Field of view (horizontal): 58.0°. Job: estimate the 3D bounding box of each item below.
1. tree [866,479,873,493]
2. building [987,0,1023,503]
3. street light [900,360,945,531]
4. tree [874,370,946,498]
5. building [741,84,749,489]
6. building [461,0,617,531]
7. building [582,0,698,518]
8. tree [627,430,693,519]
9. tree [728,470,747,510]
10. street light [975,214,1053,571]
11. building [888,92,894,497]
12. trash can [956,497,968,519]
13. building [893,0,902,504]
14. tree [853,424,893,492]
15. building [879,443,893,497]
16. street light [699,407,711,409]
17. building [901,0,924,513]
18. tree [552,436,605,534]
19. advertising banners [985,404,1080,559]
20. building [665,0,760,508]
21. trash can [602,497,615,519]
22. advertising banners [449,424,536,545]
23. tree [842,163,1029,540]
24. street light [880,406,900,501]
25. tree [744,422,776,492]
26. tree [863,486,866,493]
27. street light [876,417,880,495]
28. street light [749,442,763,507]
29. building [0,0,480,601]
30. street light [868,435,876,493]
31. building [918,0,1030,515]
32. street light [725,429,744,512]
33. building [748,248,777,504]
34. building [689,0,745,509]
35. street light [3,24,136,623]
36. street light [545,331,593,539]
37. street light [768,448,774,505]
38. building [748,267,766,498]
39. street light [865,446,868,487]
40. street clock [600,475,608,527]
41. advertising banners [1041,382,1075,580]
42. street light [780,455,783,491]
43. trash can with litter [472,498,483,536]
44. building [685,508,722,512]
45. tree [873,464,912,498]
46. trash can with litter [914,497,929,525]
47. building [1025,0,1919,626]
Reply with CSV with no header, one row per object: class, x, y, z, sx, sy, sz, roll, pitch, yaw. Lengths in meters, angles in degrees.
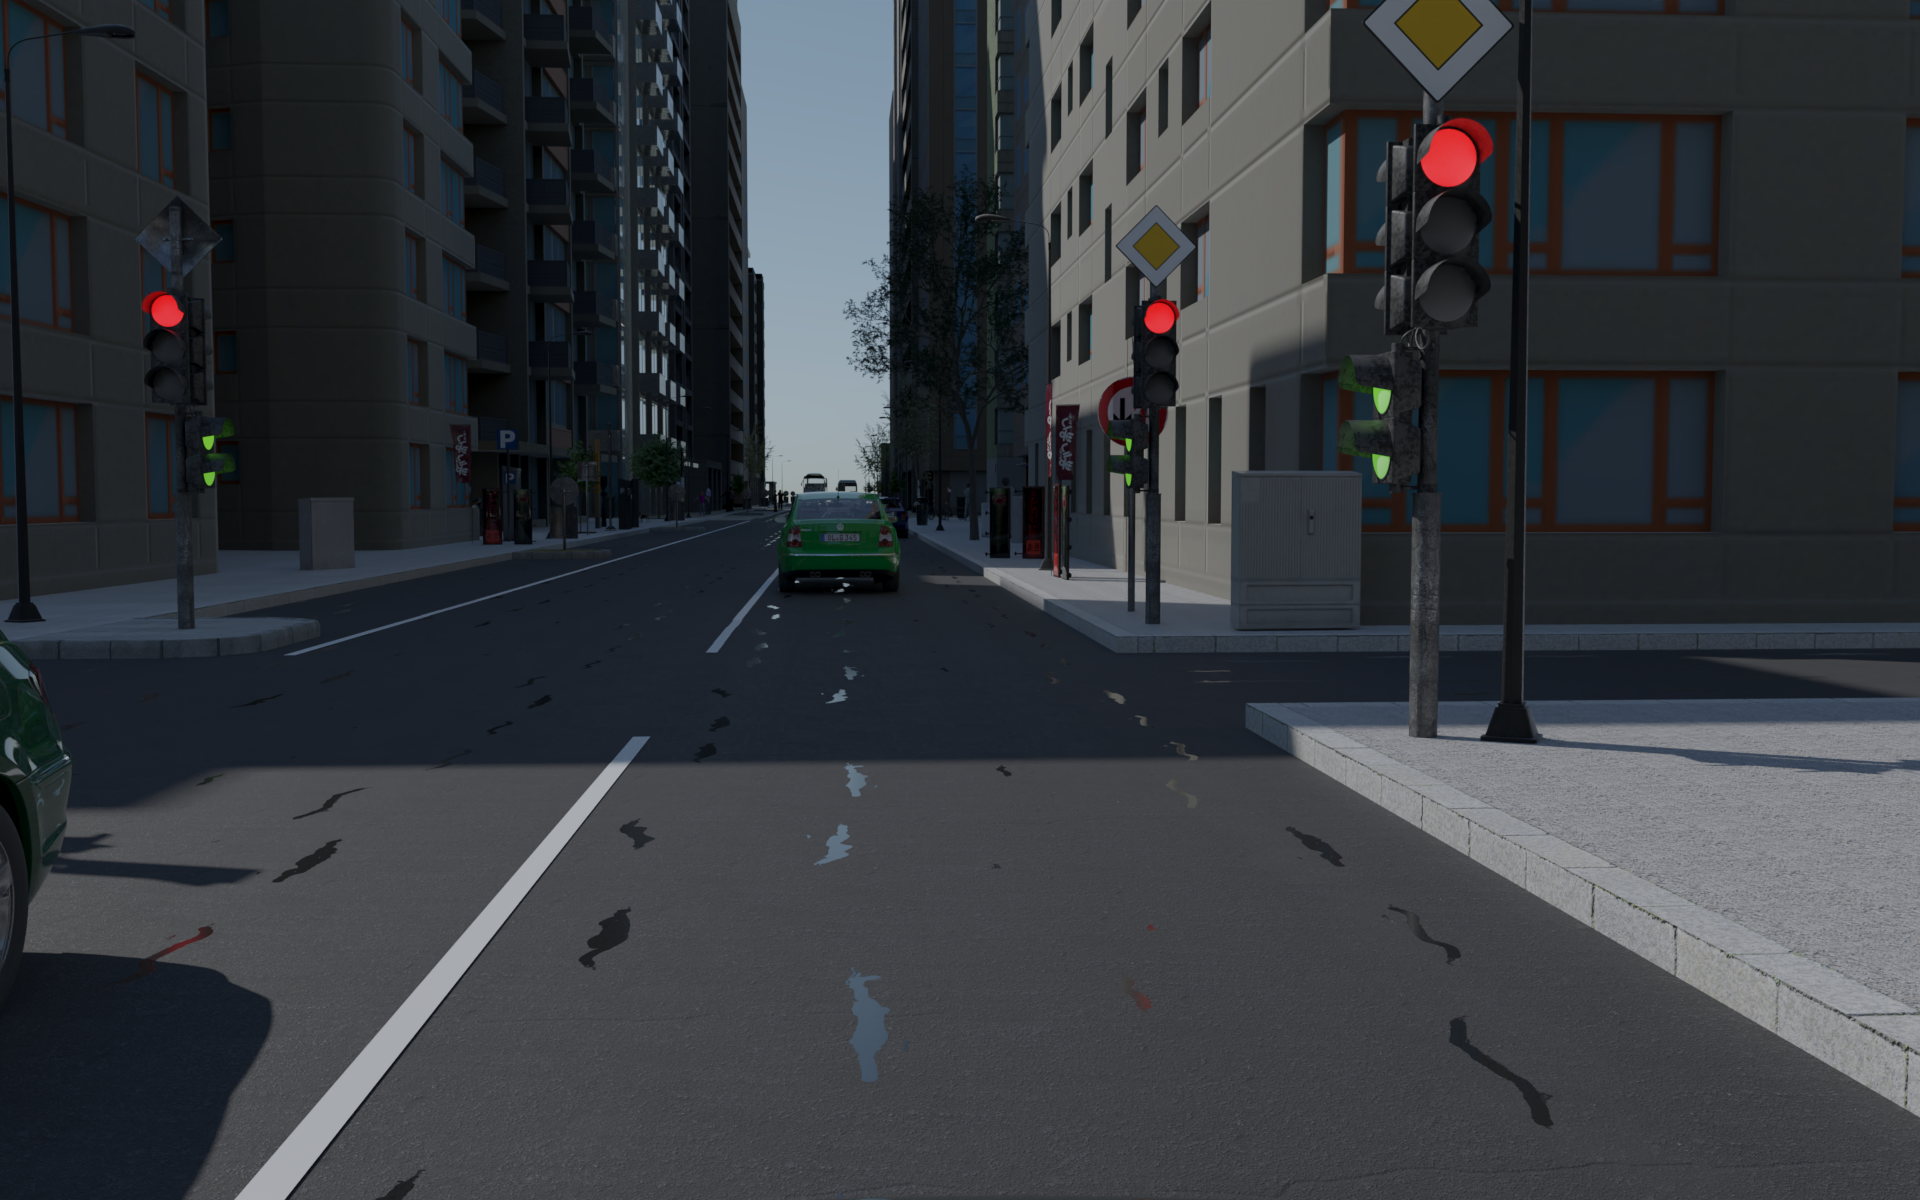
tree,-8.937,-11.869,188.659,1.663,3.219,1.824,0,3,0
building,8.130,-24.327,81.343,14.154,41.232,14.086,0,4,-4
street light,-1.240,-5.373,60.391,1.470,5.913,1.316,0,4,-4
tree,-2.484,-9.007,97.626,4.360,8.622,3.978,0,3,0
building,-29.536,-32.516,181.739,14.600,45.320,14.200,0,4,-4
building,-25.940,-25.319,68.585,22.147,44.769,28.867,0,4,-4
building,-28.725,-29.677,104.823,23.786,49.044,30.456,0,4,-4
tree,-15.438,-6.450,89.167,4.285,4.588,4.351,0,3,0
tree,-17.948,-8.865,139.551,1.663,3.219,1.824,0,3,0
street light,0.954,-3.451,28.961,1.470,5.913,1.316,0,4,-4
building,-0.622,-32.984,189.397,14.600,45.320,14.200,0,4,-4
trash can,0.132,-4.833,90.680,0.748,1.137,0.748,0,3,0
building,4.648,-37.344,152.580,21.231,58.520,28.212,0,4,-4
tree,-8.570,-13.800,175.988,4.737,8.622,4.395,0,3,0
building,1.566,-54.946,211.036,22.319,86.520,31.000,0,4,-4
street light,-13.989,-7.340,92.551,1.470,5.913,1.316,0,4,-4
building,6.657,-30.838,127.902,21.300,48.544,21.600,0,4,-4
tree,-12.306,-3.792,56.594,1.663,3.219,1.824,0,3,0
advertising banners,1.428,-2.324,34.185,2.074,3.025,0.090,2,4,30
building,-33.627,-46.493,198.419,20.563,71.187,20.611,0,4,-4
trash can,-18.277,-4.800,90.139,0.748,1.137,0.748,0,3,0
advertising banners,-11.795,-2.908,43.732,2.074,3.025,0.090,-1,4,-11
tree,0.489,-6.960,48.215,8.767,10.594,7.601,1,4,10
street light,-3.373,-7.296,91.824,1.470,5.913,1.316,0,4,-4
tree,-20.317,-13.352,168.668,4.360,8.622,3.978,0,3,0
tree,-11.772,-13.916,222.122,1.663,3.219,1.824,0,3,0
street light,-4.166,-8.040,104.000,1.470,5.913,1.316,0,4,-4
street light,-18.362,-11.200,155.666,1.470,5.913,1.316,0,4,-4
building,-26.221,-11.458,32.376,27.650,21.520,28.899,0,4,-4
street light,-6.277,-9.969,135.532,1.470,5.913,1.316,0,4,-4
building,4.570,-28.125,109.950,14.600,45.320,14.200,0,4,-4
street light,-16.150,-9.278,124.238,1.470,5.913,1.316,0,4,-4
building,-41.508,-33.310,236.498,32.217,40.220,23.993,0,4,-4
building,-30.423,-32.332,152.325,21.300,48.544,21.600,0,4,-4
street light,-8.856,-2.735,17.257,1.470,5.913,1.316,0,4,-4
street light,-11.156,-4.705,49.473,1.470,5.913,1.316,0,4,-4
street light,-19.723,-12.413,175.499,1.470,5.913,1.316,0,4,-4
building,-31.856,-27.275,217.651,14.160,30.474,14.107,0,4,-4
street light,-8.507,-11.924,167.491,1.470,5.913,1.316,0,4,-4
street clock,-13.861,-3.841,67.373,0.358,2.002,0.471,0,4,-1
advertising banners,1.500,-1.861,26.609,0.090,3.025,2.074,0,4,-6
street light,-21.916,-14.380,207.659,1.470,5.913,1.316,0,4,-4
trash can with litter,-14.833,-2.504,52.326,1.055,1.170,0.624,2,4,29
building,-28.791,-42.325,130.260,20.563,71.187,20.611,0,4,-4
tree,-4.232,-7.183,112.048,1.663,3.219,1.824,0,3,0
trash can with litter,-1.614,-3.661,71.242,0.624,1.170,1.055,0,4,-3
building,17.007,-11.370,30.946,28.899,21.520,27.650,0,4,-4
